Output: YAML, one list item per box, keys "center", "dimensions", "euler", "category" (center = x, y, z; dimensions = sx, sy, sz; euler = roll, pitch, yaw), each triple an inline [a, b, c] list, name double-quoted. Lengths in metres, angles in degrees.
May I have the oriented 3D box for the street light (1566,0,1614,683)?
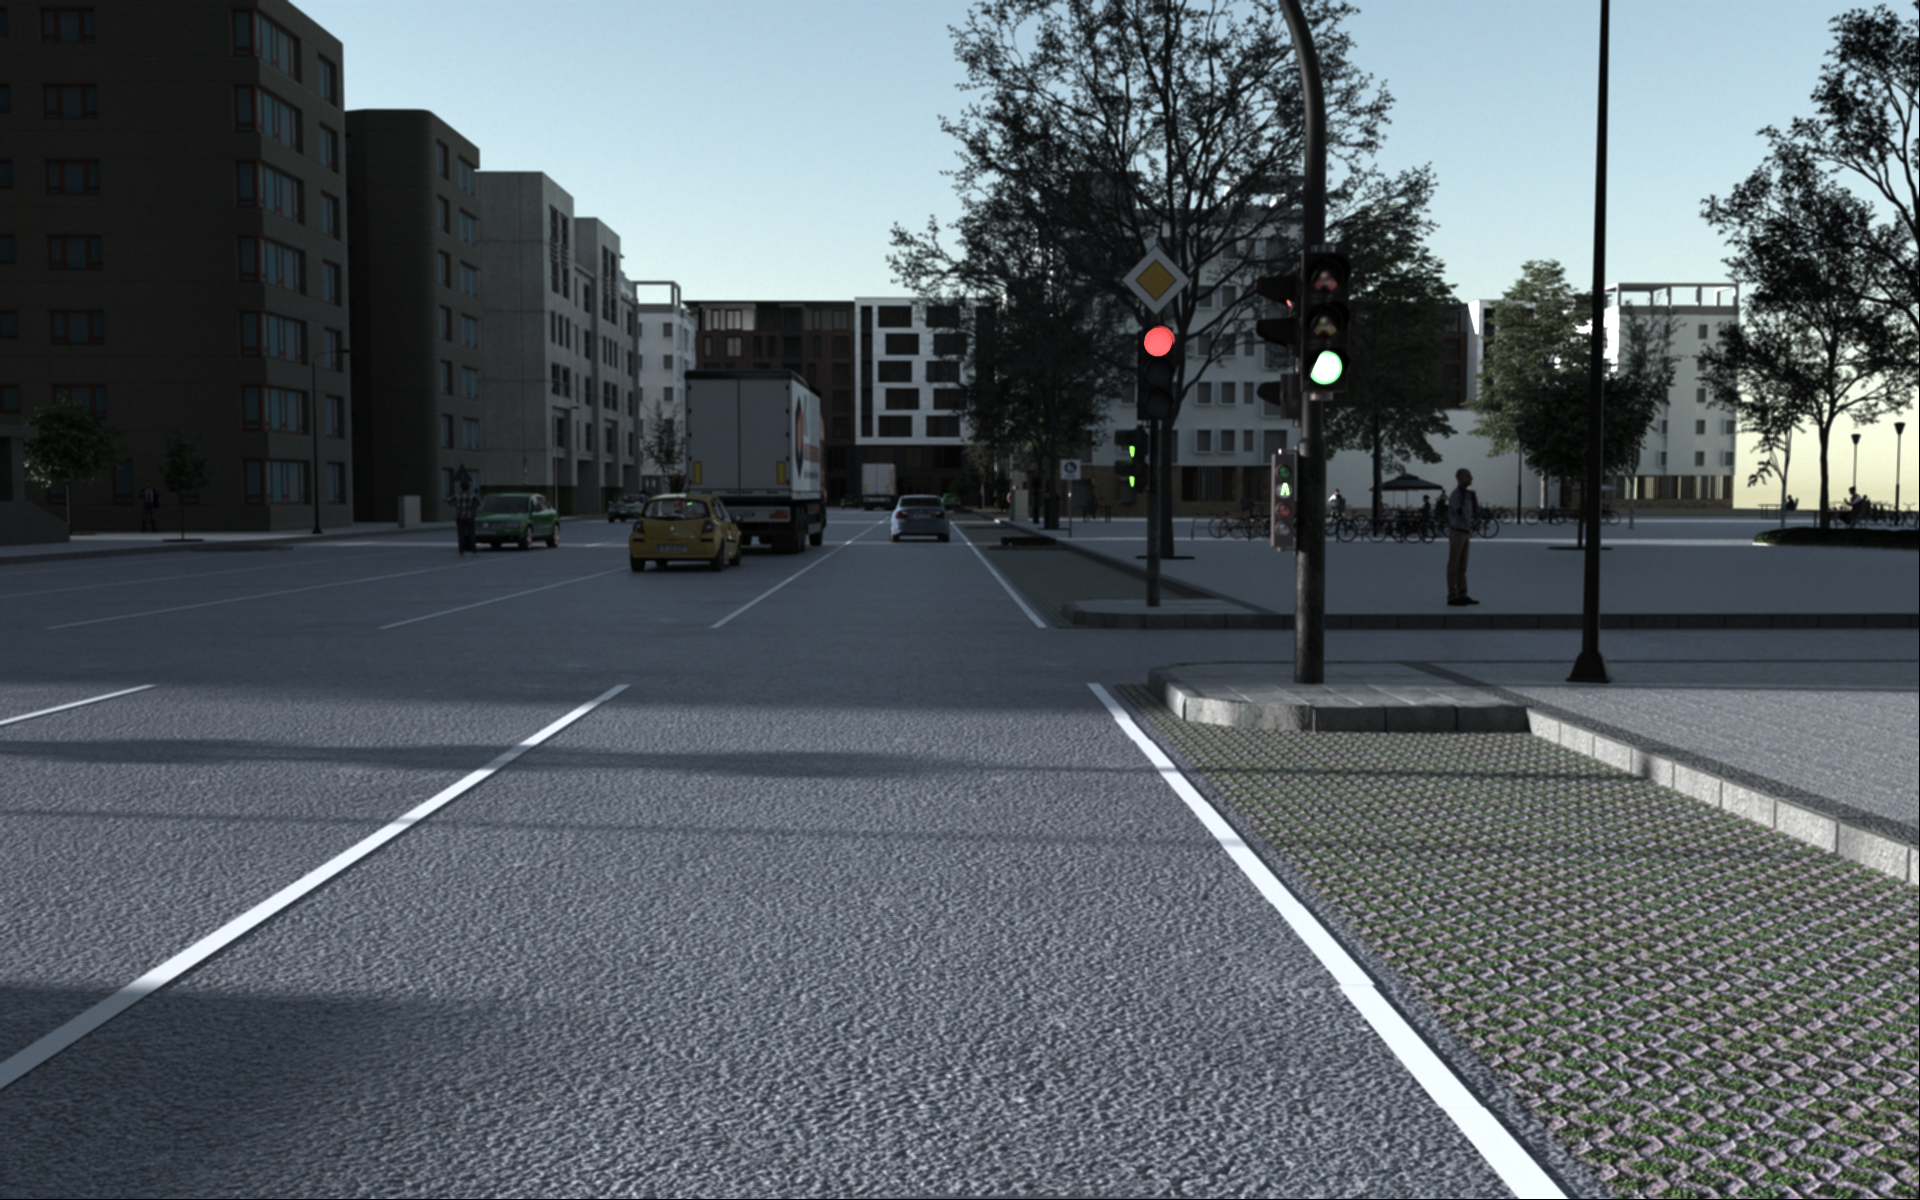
- center: [3.790, -2.396, 11.723]
  dimensions: [1.470, 5.913, 1.316]
  euler: [0, 4, -1]
  category: "street light"

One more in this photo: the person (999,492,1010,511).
- center: [3.428, -7.728, 132.955]
  dimensions: [0.990, 1.755, 0.434]
  euler: [2, 4, 33]
  category: "person"

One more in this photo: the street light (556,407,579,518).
- center: [-20.880, -7.306, 92.001]
  dimensions: [1.470, 5.913, 1.316]
  euler: [0, 4, -1]
  category: "street light"

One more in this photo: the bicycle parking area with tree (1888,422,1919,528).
- center: [40.161, -5.095, 70.305]
  dimensions: [8.231, 4.147, 9.016]
  euler: [0, 4, -1]
  category: "bicycle parking area with tree"

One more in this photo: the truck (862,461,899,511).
- center: [-6.990, -9.968, 151.887]
  dimensions: [2.839, 4.237, 11.283]
  euler: [0, 4, 1]
  category: "truck"

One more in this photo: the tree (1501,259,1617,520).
- center: [28.371, -10.181, 84.579]
  dimensions: [7.486, 12.596, 7.792]
  euler: [0, 3, 0]
  category: "tree"

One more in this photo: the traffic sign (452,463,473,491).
- center: [-20.870, -4.444, 72.662]
  dimensions: [0.884, 2.594, 0.081]
  euler: [0, 4, 2]
  category: "traffic sign"

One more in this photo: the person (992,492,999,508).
- center: [3.280, -9.113, 158.222]
  dimensions: [0.628, 1.438, 0.799]
  euler: [0, 4, -1]
  category: "person"

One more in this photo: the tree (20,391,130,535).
- center: [-28.046, -4.317, 54.303]
  dimensions: [4.285, 4.588, 4.351]
  euler: [0, 3, 0]
  category: "tree"

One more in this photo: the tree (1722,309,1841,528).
- center: [30.794, -7.014, 65.037]
  dimensions: [4.360, 8.622, 3.978]
  euler: [0, 3, 0]
  category: "tree"

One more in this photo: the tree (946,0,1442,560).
- center: [4.120, -7.568, 34.101]
  dimensions: [12.009, 13.543, 11.850]
  euler: [0, 3, 0]
  category: "tree"

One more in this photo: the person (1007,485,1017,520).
- center: [2.702, -4.812, 85.656]
  dimensions: [0.756, 1.711, 0.436]
  euler: [1, 4, 11]
  category: "person"

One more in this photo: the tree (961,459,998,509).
- center: [1.674, -10.316, 152.383]
  dimensions: [4.285, 4.588, 4.351]
  euler: [0, 3, 0]
  category: "tree"

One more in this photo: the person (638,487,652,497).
- center: [-22.231, -7.059, 121.600]
  dimensions: [1.348, 1.807, 0.705]
  euler: [0, 4, -5]
  category: "person"

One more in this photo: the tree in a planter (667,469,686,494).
- center: [-19.697, -7.592, 121.358]
  dimensions: [1.991, 3.239, 1.994]
  euler: [0, 4, -1]
  category: "tree in a planter"

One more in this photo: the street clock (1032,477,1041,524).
- center: [3.285, -4.280, 74.551]
  dimensions: [0.358, 2.002, 0.471]
  euler: [-1, 4, -18]
  category: "street clock"

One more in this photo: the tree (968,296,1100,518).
- center: [4.003, -10.667, 92.534]
  dimensions: [7.486, 12.596, 7.792]
  euler: [0, 3, 0]
  category: "tree"

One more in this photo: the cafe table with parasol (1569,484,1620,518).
- center: [34.464, -5.459, 94.126]
  dimensions: [2.610, 1.966, 2.610]
  euler: [1, 4, 21]
  category: "cafe table with parasol"

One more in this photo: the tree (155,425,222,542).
- center: [-21.132, -3.194, 46.819]
  dimensions: [1.663, 3.219, 1.824]
  euler: [0, 3, 0]
  category: "tree"

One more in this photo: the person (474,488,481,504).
- center: [-22.229, -4.357, 79.487]
  dimensions: [0.499, 1.552, 0.429]
  euler: [2, 4, 32]
  category: "person"

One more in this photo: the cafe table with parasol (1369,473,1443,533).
- center: [14.789, -3.208, 57.322]
  dimensions: [2.610, 1.966, 2.610]
  euler: [-2, 4, -32]
  category: "cafe table with parasol"

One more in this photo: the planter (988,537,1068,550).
- center: [1.722, -1.450, 44.844]
  dimensions: [1.991, 0.319, 1.994]
  euler: [0, 4, -1]
  category: "planter"

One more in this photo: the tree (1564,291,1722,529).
- center: [24.472, -6.910, 63.338]
  dimensions: [4.360, 8.622, 3.978]
  euler: [0, 3, 0]
  category: "tree"

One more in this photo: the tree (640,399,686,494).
- center: [-22.471, -11.109, 131.999]
  dimensions: [4.360, 8.622, 3.978]
  euler: [0, 3, 0]
  category: "tree"

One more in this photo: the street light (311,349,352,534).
- center: [-20.161, -5.080, 55.602]
  dimensions: [1.470, 5.913, 1.316]
  euler: [0, 4, -1]
  category: "street light"

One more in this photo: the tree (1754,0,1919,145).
- center: [17.389, -5.847, 30.015]
  dimensions: [8.767, 10.594, 7.601]
  euler: [1, 4, 22]
  category: "tree"

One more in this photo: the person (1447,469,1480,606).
- center: [5.819, -0.728, 20.015]
  dimensions: [0.319, 1.574, 0.516]
  euler: [3, 5, 44]
  category: "person"

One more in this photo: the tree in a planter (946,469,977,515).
- center: [0.198, -7.602, 121.511]
  dimensions: [1.991, 3.239, 1.994]
  euler: [0, 4, -1]
  category: "tree in a planter"

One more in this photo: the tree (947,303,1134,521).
- center: [3.609, -8.907, 80.043]
  dimensions: [8.767, 10.594, 7.601]
  euler: [-1, 4, -16]
  category: "tree"

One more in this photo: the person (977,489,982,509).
- center: [1.714, -8.740, 149.670]
  dimensions: [0.721, 1.736, 1.217]
  euler: [1, 4, 21]
  category: "person"

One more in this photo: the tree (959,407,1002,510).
- center: [1.903, -11.609, 140.176]
  dimensions: [4.360, 8.622, 3.978]
  euler: [0, 3, 0]
  category: "tree"

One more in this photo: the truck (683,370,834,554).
- center: [-4.993, -3.409, 44.658]
  dimensions: [2.839, 4.237, 11.283]
  euler: [0, 3, 0]
  category: "truck"

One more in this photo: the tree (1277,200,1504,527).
- center: [16.018, -9.151, 67.751]
  dimensions: [7.486, 12.596, 7.792]
  euler: [0, 3, 0]
  category: "tree"

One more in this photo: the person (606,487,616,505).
- center: [-22.243, -6.335, 110.348]
  dimensions: [0.721, 1.735, 1.217]
  euler: [-3, 4, -37]
  category: "person"

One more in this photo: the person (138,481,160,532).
- center: [-27.123, -3.124, 57.947]
  dimensions: [0.655, 1.722, 0.431]
  euler: [-2, 4, -34]
  category: "person"

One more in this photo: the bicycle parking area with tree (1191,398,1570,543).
- center: [11.123, -3.835, 49.702]
  dimensions: [8.231, 4.147, 9.016]
  euler: [-3, 5, -42]
  category: "bicycle parking area with tree"

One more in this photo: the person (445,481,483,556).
- center: [-11.390, -1.877, 39.906]
  dimensions: [0.841, 1.734, 0.376]
  euler: [0, 3, 0]
  category: "person"

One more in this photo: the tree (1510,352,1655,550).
- center: [14.399, -3.457, 40.238]
  dimensions: [4.285, 4.588, 4.351]
  euler: [0, 3, 0]
  category: "tree"

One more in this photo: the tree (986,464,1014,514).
- center: [2.753, -7.182, 112.021]
  dimensions: [1.663, 3.219, 1.824]
  euler: [0, 3, 0]
  category: "tree"

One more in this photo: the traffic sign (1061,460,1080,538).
- center: [3.242, -2.981, 50.873]
  dimensions: [0.606, 2.300, 0.079]
  euler: [0, 4, 2]
  category: "traffic sign"
